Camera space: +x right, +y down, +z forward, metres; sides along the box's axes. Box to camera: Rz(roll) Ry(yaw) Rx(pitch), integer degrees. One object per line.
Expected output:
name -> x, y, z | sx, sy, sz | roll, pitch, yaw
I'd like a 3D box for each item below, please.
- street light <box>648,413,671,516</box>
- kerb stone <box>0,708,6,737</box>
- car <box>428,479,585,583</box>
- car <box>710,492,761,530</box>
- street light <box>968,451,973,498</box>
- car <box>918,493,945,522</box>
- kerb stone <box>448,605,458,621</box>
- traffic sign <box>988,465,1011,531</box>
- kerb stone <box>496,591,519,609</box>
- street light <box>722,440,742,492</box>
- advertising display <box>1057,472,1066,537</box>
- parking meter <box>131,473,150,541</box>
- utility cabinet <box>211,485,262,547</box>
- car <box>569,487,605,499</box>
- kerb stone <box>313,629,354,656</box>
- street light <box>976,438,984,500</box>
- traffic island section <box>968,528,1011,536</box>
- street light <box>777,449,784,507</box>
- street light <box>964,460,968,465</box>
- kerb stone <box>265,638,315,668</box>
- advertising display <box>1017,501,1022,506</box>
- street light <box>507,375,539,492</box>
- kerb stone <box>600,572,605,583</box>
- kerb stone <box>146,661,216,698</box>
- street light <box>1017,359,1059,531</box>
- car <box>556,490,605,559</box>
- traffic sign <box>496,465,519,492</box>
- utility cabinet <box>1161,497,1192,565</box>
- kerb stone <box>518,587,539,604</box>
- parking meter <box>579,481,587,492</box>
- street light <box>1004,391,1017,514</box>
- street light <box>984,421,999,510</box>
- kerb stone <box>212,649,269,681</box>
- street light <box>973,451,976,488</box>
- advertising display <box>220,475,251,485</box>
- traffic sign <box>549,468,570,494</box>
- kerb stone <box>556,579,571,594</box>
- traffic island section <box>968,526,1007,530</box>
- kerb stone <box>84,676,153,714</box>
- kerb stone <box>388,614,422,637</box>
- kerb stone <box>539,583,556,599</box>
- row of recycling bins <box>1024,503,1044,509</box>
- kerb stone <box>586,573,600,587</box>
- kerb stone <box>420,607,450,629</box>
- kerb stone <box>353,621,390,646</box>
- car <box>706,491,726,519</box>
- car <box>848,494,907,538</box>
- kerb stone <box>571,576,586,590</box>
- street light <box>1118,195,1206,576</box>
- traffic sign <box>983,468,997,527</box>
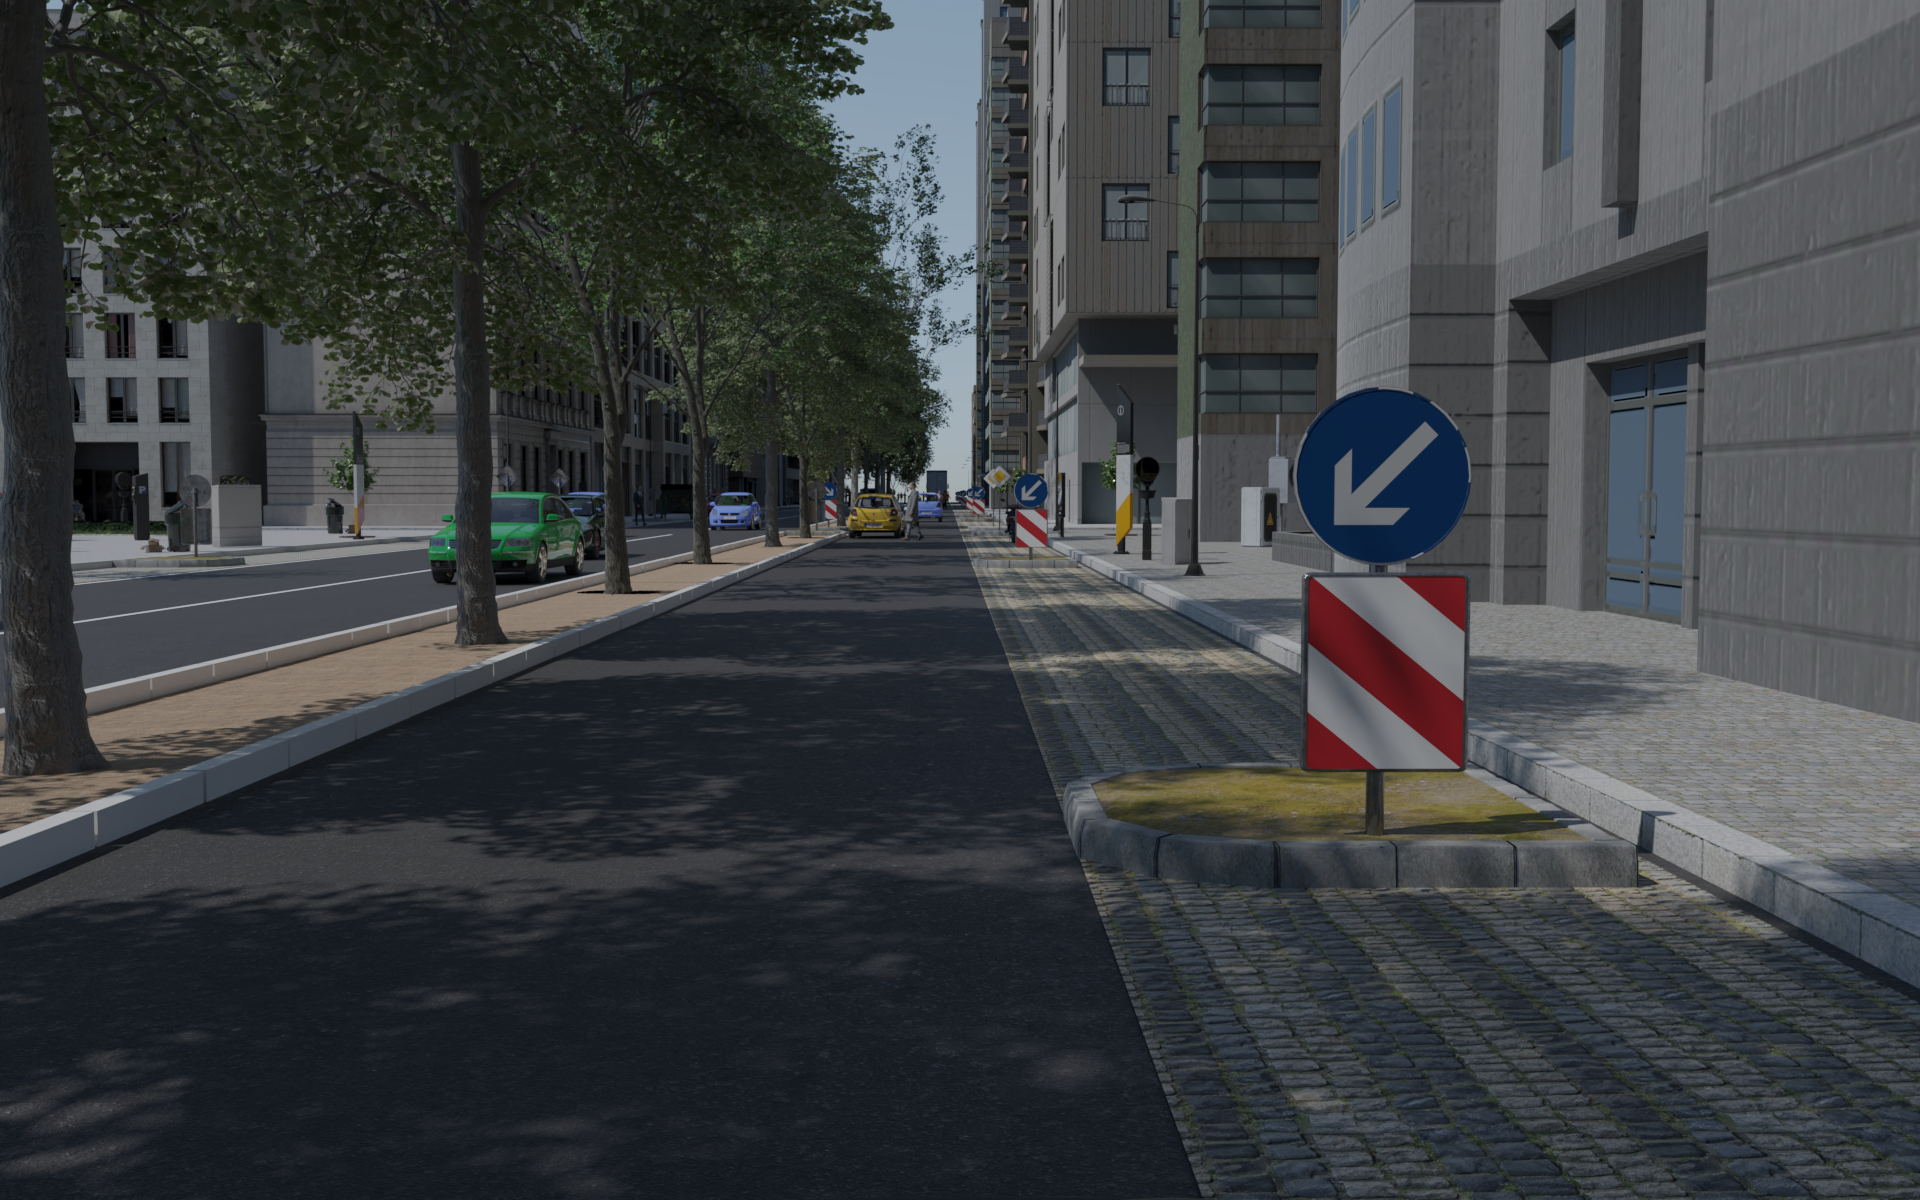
street light -> -17.312, -7.789, 99.889 | 1.470, 5.913, 1.316 | 0, 4, 0
kerb stone -> -5.681, 0.716, 10.525 | 0.120, 0.150, 1.000 | 0, 4, 0
car -> -7.596, -1.253, 29.286 | 1.959, 1.807, 4.718 | 0, 4, 0
car -> -9.010, -3.667, 69.553 | 1.945, 1.707, 3.694 | 0, 4, 0
street light -> 1.907, -13.087, 186.505 | 1.470, 5.913, 1.316 | 0, 4, 0
car -> -1.738, -4.872, 89.250 | 1.945, 1.707, 3.694 | 0, 4, -1
kerb stone -> -5.754, 0.149, 19.780 | 0.120, 0.150, 1.000 | 0, 4, 0
traffic sign -> 1.367, -3.433, 59.773 | 0.795, 2.450, 0.064 | 0, 4, 0
kerb stone -> -5.773, 0.022, 21.839 | 0.120, 0.150, 1.000 | 0, 4, 0
street light -> -17.577, -9.759, 132.105 | 1.470, 5.913, 1.316 | 0, 4, 0
advertising display -> 3.036, -2.852, 51.850 | 0.123, 1.923, 0.974 | 0, 4, -4
parking meter -> -22.642, -2.578, 47.855 | 0.399, 1.863, 0.255 | -3, 5, -44
utility cabinet -> -17.474, -2.028, 41.834 | 0.318, 1.500, 1.173 | 2, 4, 31
car -> -12.459, -2.930, 57.496 | 1.945, 1.707, 3.694 | 0, 4, 1
kerb stone -> -5.729, 0.402, 15.654 | 0.120, 0.150, 1.000 | 0, 4, 0
street light -> 2.265, -10.418, 142.877 | 1.470, 5.913, 1.316 | 0, 4, 0
traffic island section -> 1.390, -2.298, 59.850 | 2.009, 0.180, 2.903 | 0, 4, 0
street light -> -17.889, -12.458, 176.230 | 1.470, 5.913, 1.316 | 0, 4, 0
street light -> 1.608, -15.068, 218.903 | 1.470, 5.913, 1.316 | 0, 4, 0
kerb stone -> -5.713, 0.463, 14.632 | 0.120, 0.150, 1.000 | 0, 4, 0
advertising display -> 2.724, -4.531, 79.293 | 0.123, 1.923, 0.974 | 0, 4, -3
street light -> -17.115, -5.818, 67.673 | 1.470, 5.913, 1.316 | 0, 4, 0
kerb stone -> -5.817, -0.354, 27.983 | 0.120, 0.150, 1.000 | 0, 4, 0
kerb stone -> -5.699, 0.588, 12.582 | 0.120, 0.150, 1.000 | 0, 4, 0
street light -> 2.814, -5.333, 59.731 | 1.470, 5.913, 1.316 | 0, 4, 0
car -> -8.843, -1.797, 39.175 | 2.009, 1.686, 4.222 | 0, 4, -2
traffic sign -> -15.577, -3.427, 59.667 | 0.795, 2.450, 0.064 | 0, 4, 0
utility cabinet -> 4.013, -1.261, 31.777 | 0.306, 1.237, 1.020 | 2, 4, 27
kerb stone -> -5.776, -0.041, 22.865 | 0.120, 0.150, 1.000 | 0, 4, 0
parking meter -> -17.402, -4.540, 79.938 | 0.255, 1.863, 0.399 | -2, 4, -33
street light -> 2.657, -6.447, 77.947 | 1.470, 5.913, 1.316 | 0, 4, 0
street light -> 2.465, -8.417, 110.163 | 1.470, 5.913, 1.316 | 0, 4, 0
kerb stone -> -5.707, 0.525, 13.610 | 0.120, 0.150, 1.000 | 0, 4, 0
street light -> 2.131, -11.116, 154.288 | 1.470, 5.913, 1.316 | 0, 4, 0
advertising display -> -24.827, -3.312, 59.365 | 0.974, 1.923, 0.123 | -2, 4, -32
traffic sign -> -15.637, -3.915, 67.652 | 0.795, 2.450, 0.064 | 0, 4, 0
kerb stone -> -5.798, -0.166, 24.911 | 0.120, 0.150, 1.000 | 0, 4, 0
traffic island section -> 1.330, -2.786, 67.835 | 2.009, 0.180, 2.903 | 0, 4, 0
kerb stone -> -5.693, 0.651, 11.558 | 0.120, 0.150, 1.000 | 0, 4, 0
kerb stone -> -5.734, 0.275, 17.705 | 0.120, 0.150, 1.000 | 0, 4, 0
kerb stone -> -5.783, -0.104, 23.888 | 0.120, 0.150, 1.000 | 0, 4, 0
row of recycling bins -> 5.578, -5.879, 103.242 | 3.534, 1.692, 1.069 | 1, 4, 11
kerb stone -> -5.805, -0.291, 26.955 | 0.120, 0.150, 1.000 | 0, 4, 0
kerb stone -> -5.751, 0.215, 18.741 | 0.120, 0.150, 1.000 | 0, 4, 0
kerb stone -> -5.736, 0.340, 16.677 | 0.120, 0.150, 1.000 | 0, 4, 0
car -> -13.034, -5.248, 94.837 | 2.155, 1.783, 4.494 | 0, 3, 0
car -> -2.727, -2.890, 57.480 | 2.015, 1.641, 3.980 | 0, 4, 1
kerb stone -> -5.805, -0.229, 25.933 | 0.120, 0.150, 1.000 | 0, 4, 0
street light -> 3.149, -3.336, 27.077 | 1.470, 5.913, 1.316 | 0, 4, 0
traffic sign -> 1.307, -3.921, 67.758 | 0.795, 2.450, 0.064 | 0, 4, 0
